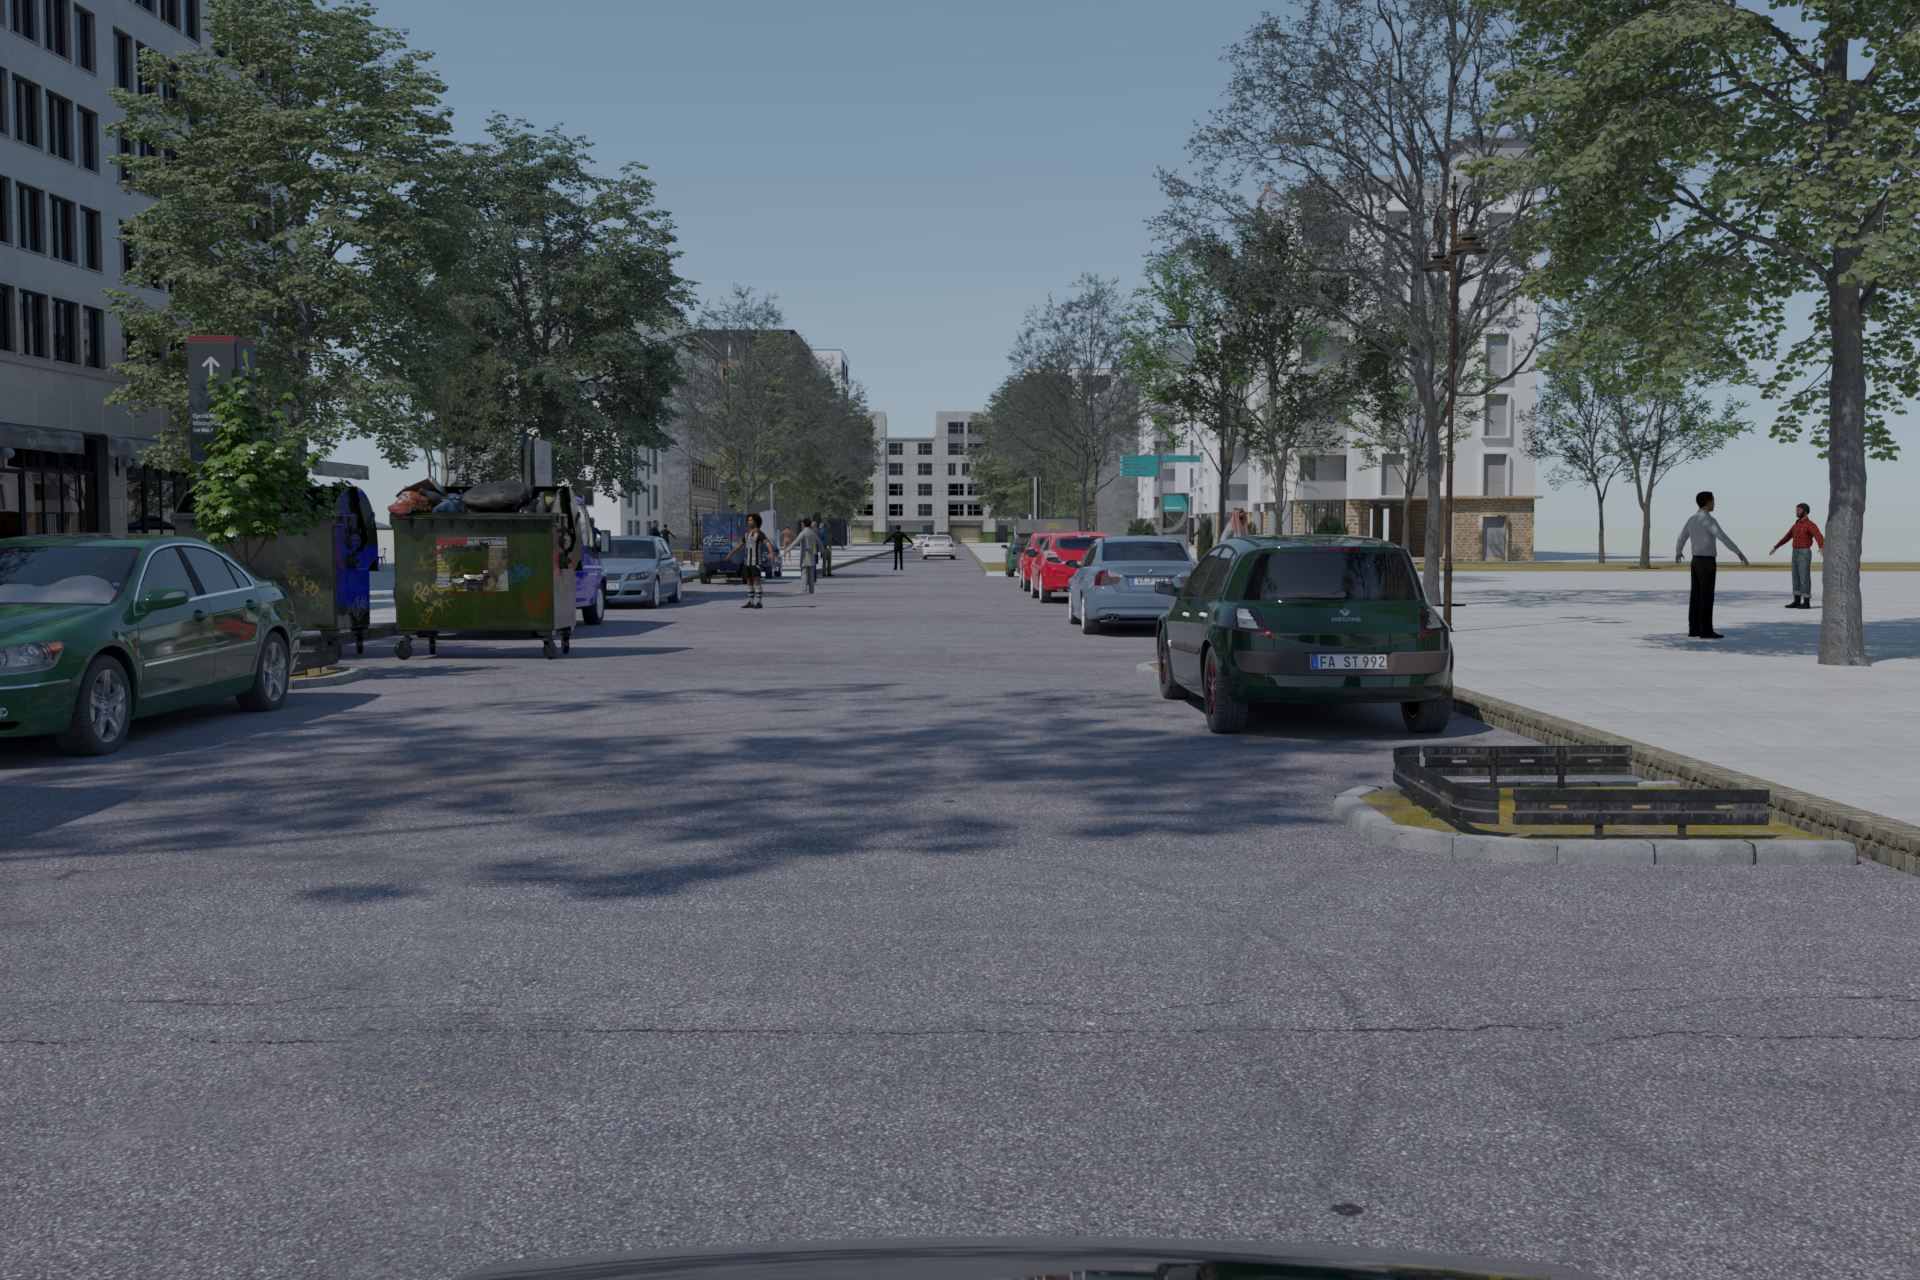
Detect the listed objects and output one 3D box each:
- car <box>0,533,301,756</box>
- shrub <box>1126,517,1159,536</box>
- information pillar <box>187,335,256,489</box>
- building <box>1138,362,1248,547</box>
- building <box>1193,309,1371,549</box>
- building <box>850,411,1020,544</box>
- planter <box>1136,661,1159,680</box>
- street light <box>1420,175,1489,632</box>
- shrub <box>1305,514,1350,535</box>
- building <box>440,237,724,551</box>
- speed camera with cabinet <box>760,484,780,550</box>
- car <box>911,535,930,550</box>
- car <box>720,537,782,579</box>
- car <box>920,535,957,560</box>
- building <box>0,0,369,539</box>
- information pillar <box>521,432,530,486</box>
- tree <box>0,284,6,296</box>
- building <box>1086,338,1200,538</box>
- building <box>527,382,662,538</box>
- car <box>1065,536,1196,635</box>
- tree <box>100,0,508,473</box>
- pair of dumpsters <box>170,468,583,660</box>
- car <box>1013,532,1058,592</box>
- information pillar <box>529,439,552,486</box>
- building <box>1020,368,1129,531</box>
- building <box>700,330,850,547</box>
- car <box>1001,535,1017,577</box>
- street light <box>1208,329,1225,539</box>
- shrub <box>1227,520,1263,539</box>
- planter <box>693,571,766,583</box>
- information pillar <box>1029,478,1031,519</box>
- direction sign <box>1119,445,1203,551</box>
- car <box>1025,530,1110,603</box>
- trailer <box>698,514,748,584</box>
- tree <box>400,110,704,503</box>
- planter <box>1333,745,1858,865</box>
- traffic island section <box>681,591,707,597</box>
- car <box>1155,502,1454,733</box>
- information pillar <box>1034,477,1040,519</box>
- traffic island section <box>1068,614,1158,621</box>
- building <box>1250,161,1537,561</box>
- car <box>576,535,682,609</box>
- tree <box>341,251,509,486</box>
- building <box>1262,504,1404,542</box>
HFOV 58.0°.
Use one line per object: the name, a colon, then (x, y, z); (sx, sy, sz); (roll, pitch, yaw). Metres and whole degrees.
car: (-6.437, -0.053, 12.668); (2.131, 1.459, 4.920); (0, 4, -1)
shrub: (7.338, -4.006, 69.925); (1.690, 2.028, 1.600); (0, 3, 0)
information pillar: (-9.735, -2.052, 22.936); (0.750, 3.857, 0.750); (0, 4, -1)
building: (24.427, -20.202, 186.723); (16.016, 20.090, 11.380); (0, 4, 0)
building: (24.529, -17.511, 142.727); (16.016, 20.090, 11.380); (0, 3, 0)
building: (-3.559, -23.662, 255.790); (31.486, 18.905, 16.747); (0, 4, -1)
planter: (2.817, 0.217, 17.588); (1.991, 0.319, 1.994); (0, 4, 1)
street light: (6.379, -3.041, 22.509); (0.468, 5.910, 1.993); (0, 3, 0)
shrub: (13.359, -3.590, 62.743); (1.661, 2.075, 1.752); (0, 3, 0)
building: (-29.545, -18.767, 137.773); (19.493, 23.208, 18.063); (0, 4, -1)
speed camera with cabinet: (-7.585, -4.564, 68.950); (0.660, 3.252, 2.038); (0, 4, 0)
car: (-3.372, -8.888, 157.678); (2.083, 1.381, 4.827); (0, 4, 0)
car: (-6.857, -2.715, 56.971); (1.945, 1.354, 3.894); (0, 4, 0)
car: (-1.197, -5.223, 97.757); (2.083, 1.381, 4.827); (0, 4, -1)
building: (-33.147, -14.937, 46.390); (24.374, 26.755, 37.873); (0, 3, 0)
information pillar: (-9.945, -2.957, 39.703); (0.183, 3.616, 0.504); (0, 4, 0)
tree: (-13.034, -5.029, 16.644); (7.601, 10.594, 8.767); (1, 4, 11)
building: (24.604, -22.763, 203.111); (19.493, 23.208, 18.063); (0, 4, 0)
building: (-23.314, -10.256, 109.825); (9.099, 9.664, 28.070); (0, 4, 0)
car: (2.608, -0.856, 25.994); (2.014, 1.417, 4.499); (0, 4, 0)
tree: (-12.685, -7.082, 33.922); (7.486, 12.596, 7.792); (0, 3, 0)
pair of dumpsters: (-6.726, -0.929, 20.133); (4.436, 2.255, 1.574); (0, 4, 0)
car: (2.463, -2.171, 44.537); (2.155, 1.783, 4.494); (0, 4, 0)
information pillar: (-10.539, -3.196, 43.572); (0.184, 3.620, 1.656); (0, 3, 0)
building: (21.748, -23.584, 229.570); (27.936, 21.610, 32.646); (0, 4, 0)
building: (-27.027, -21.128, 189.413); (27.936, 21.610, 32.646); (0, 3, 0)
car: (2.480, -2.895, 59.126); (2.131, 1.459, 4.920); (0, 4, 0)
street light: (6.353, -4.022, 38.303); (1.470, 5.913, 1.316); (0, 4, -1)
shrub: (11.605, -4.063, 70.852); (1.690, 2.028, 1.600); (0, 3, 0)
planter: (-6.909, -1.900, 52.208); (1.991, 0.319, 1.994); (0, 3, 0)
information pillar: (2.919, -4.959, 72.436); (0.183, 3.616, 0.504); (0, 4, 0)
direction sign: (6.058, -3.849, 51.689); (2.525, 3.948, 1.411); (0, 3, 0)
car: (2.507, -1.734, 37.383); (2.155, 1.783, 4.494); (0, 4, -1)
trailer: (-6.719, -2.577, 49.187); (1.471, 1.999, 3.904); (0, 4, 0)
tree: (-12.428, -8.903, 52.223); (9.857, 13.997, 8.962); (0, 3, 0)
planter: (2.904, 0.774, 8.492); (1.991, 0.319, 1.994); (0, 4, 1)
traffic island section: (-6.941, -1.058, 40.169); (1.991, 0.108, 1.994); (0, 3, 0)
car: (2.625, -0.249, 13.853); (2.009, 1.686, 4.222); (0, 4, -1)
information pillar: (3.189, -4.918, 71.724); (0.184, 3.620, 1.656); (0, 4, -1)
traffic island section: (2.852, -0.403, 29.455); (1.991, 0.108, 1.994); (0, 4, 0)
building: (21.180, -14.549, 94.297); (16.016, 20.090, 11.380); (0, 3, 0)
car: (-6.697, -1.395, 34.809); (2.014, 1.417, 4.499); (0, 4, 0)
tree: (-12.864, -5.657, 42.862); (4.360, 8.622, 3.978); (0, 3, 0)
building: (25.133, -15.695, 113.030); (16.016, 20.090, 11.380); (0, 4, 0)
